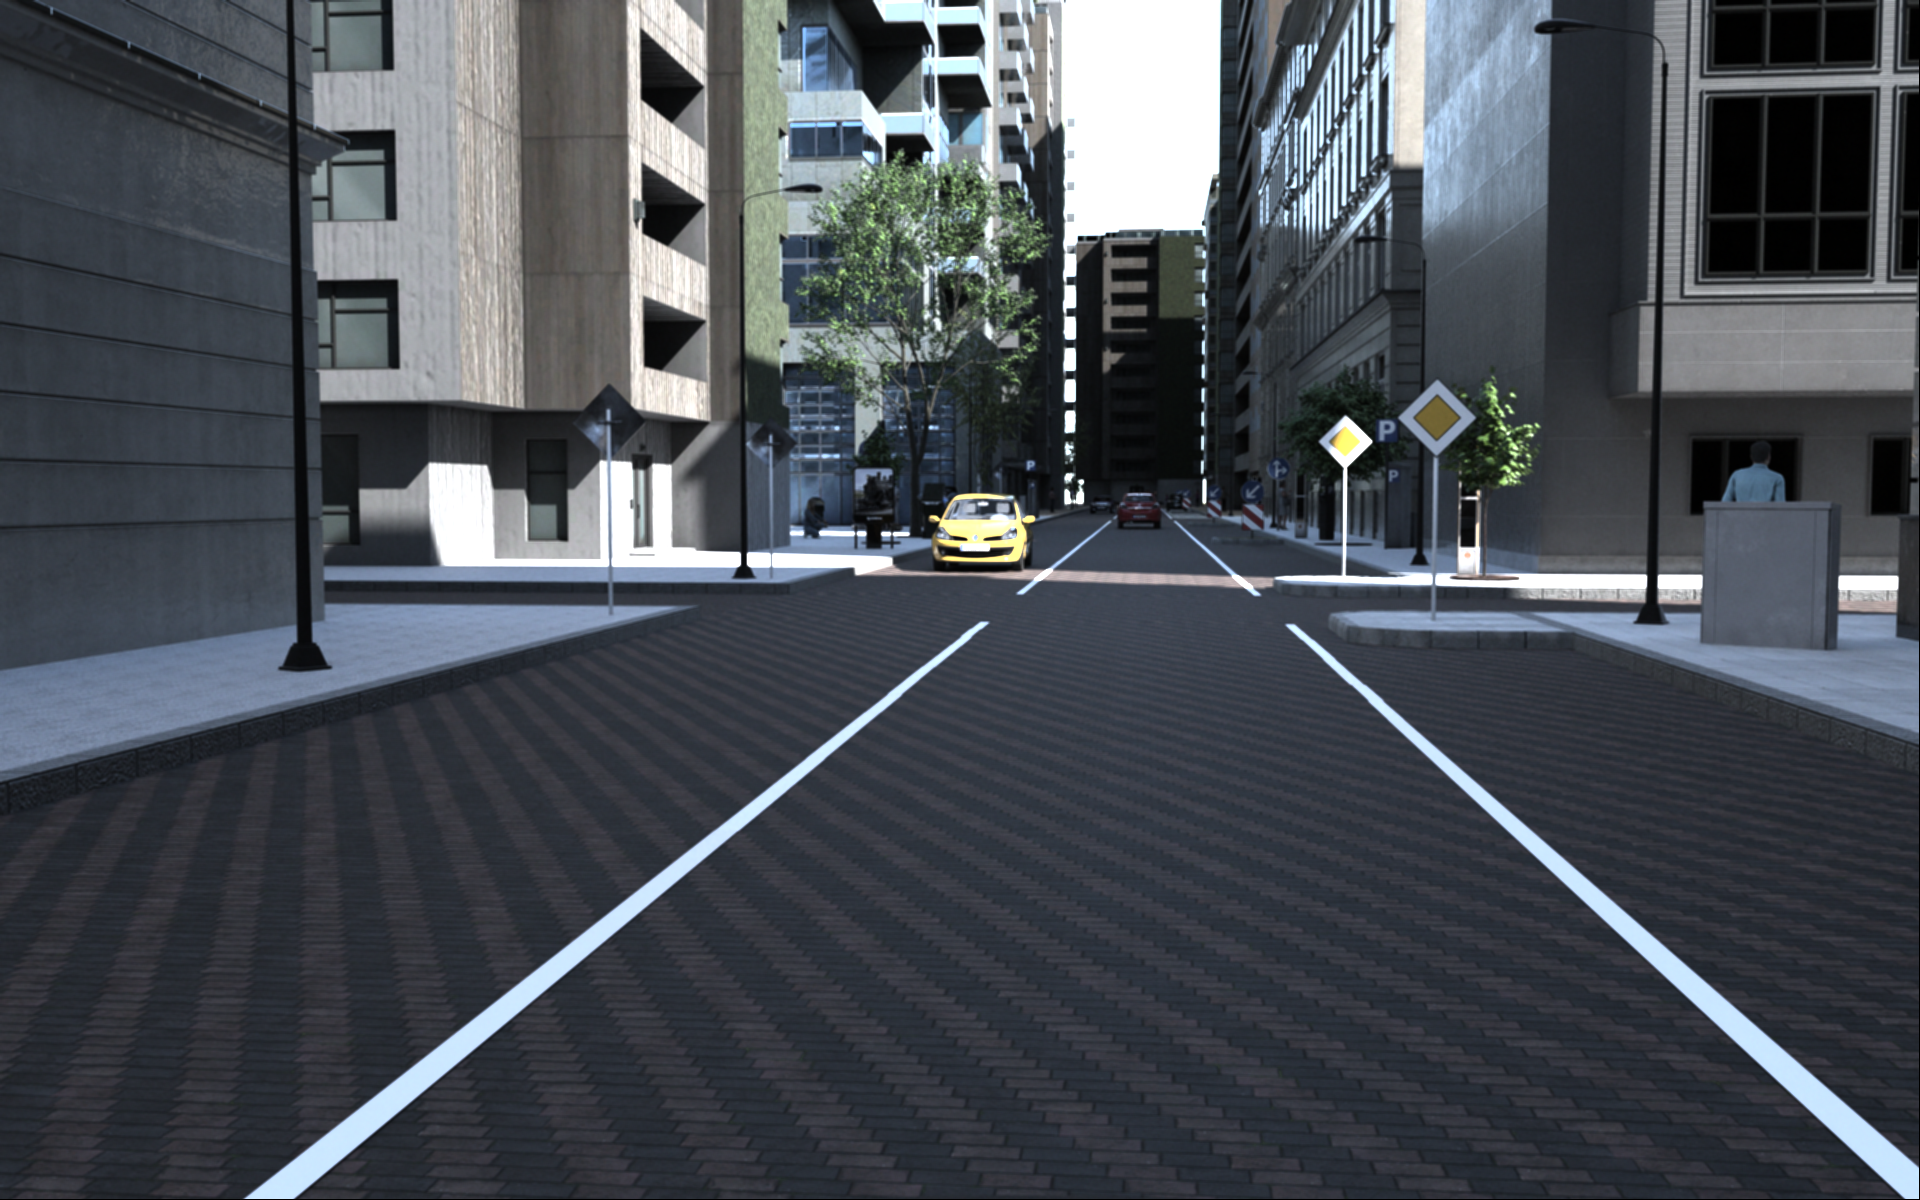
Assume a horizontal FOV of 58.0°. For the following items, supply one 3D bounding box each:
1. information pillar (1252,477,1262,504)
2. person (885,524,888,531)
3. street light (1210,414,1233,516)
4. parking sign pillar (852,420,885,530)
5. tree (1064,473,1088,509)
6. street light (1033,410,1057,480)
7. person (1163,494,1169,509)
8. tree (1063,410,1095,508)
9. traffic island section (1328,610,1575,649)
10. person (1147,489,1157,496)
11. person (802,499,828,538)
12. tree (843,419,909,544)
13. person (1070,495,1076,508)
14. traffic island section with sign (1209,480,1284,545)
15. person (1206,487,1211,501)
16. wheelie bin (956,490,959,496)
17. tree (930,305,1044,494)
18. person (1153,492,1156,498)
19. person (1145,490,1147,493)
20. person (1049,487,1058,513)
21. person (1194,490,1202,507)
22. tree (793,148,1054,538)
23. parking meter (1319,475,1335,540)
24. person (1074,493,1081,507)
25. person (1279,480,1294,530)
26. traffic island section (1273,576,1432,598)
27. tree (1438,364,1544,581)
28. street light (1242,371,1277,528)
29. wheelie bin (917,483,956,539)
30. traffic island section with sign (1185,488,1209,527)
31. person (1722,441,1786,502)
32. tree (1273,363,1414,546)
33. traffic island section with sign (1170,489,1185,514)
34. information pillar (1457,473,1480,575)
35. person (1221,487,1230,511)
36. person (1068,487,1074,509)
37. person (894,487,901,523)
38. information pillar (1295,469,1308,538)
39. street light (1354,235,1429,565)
[{"bbox_3d":[12.457,-4.169,72.658,0.304,2.012,0.304,-2,4,-34],"label":"information pillar"},{"bbox_3d":[-2.721,-3.239,59.347,0.599,1.781,0.374,-2,4,-26],"label":"person"},{"bbox_3d":[15.107,-7.791,99.923,1.470,5.913,1.316,0,4,6],"label":"street light"},{"bbox_3d":[-3.203,-4.534,62.610,1.447,3.967,1.447,2,4,27],"label":"parking sign pillar"},{"bbox_3d":[10.721,-10.111,159.918,1.663,3.219,1.824,0,3,0],"label":"tree"},{"bbox_3d":[4.623,-7.511,95.343,1.470,5.913,1.316,0,4,6],"label":"street light"},{"bbox_3d":[20.470,-9.799,171.936,0.991,1.433,0.599,-3,5,-44],"label":"person"},{"bbox_3d":[9.491,-12.220,150.154,4.737,8.622,4.395,0,3,0],"label":"tree"},{"bbox_3d":[4.839,0.290,17.546,2.009,0.180,2.903,0,4,6],"label":"traffic island section"},{"bbox_3d":[11.448,-5.779,103.793,0.742,1.727,0.445,1,4,15],"label":"person"},{"bbox_3d":[-4.173,-2.369,50.268,0.738,1.151,1.012,1,4,20],"label":"person"},{"bbox_3d":[-2.182,-3.060,44.627,1.663,3.219,1.824,0,3,0],"label":"tree"},{"bbox_3d":[10.722,-9.665,164.885,0.721,1.723,1.217,-1,4,-22],"label":"person"},{"bbox_3d":[8.331,-2.544,50.220,1.989,1.847,2.006,0,4,6],"label":"traffic island section with sign"},{"bbox_3d":[19.284,-7.820,133.878,0.705,1.826,1.348,2,4,32],"label":"person"},{"bbox_3d":[-0.439,-3.613,66.988,0.980,1.594,0.693,2,4,26],"label":"wheelie bin"},{"bbox_3d":[0.950,-6.980,64.483,4.737,8.622,4.395,0,3,0],"label":"tree"},{"bbox_3d":[18.823,-9.702,168.589,0.415,1.643,0.593,3,4,38],"label":"person"},{"bbox_3d":[17.443,-9.414,162.432,0.705,1.822,1.348,-2,4,-31],"label":"person"},{"bbox_3d":[6.477,-6.929,120.049,0.721,1.736,1.217,2,4,29],"label":"person"},{"bbox_3d":[23.404,-10.041,170.889,0.721,1.739,1.217,-3,5,-43],"label":"person"},{"bbox_3d":[-1.218,-7.673,51.216,9.928,11.665,9.643,0,3,0],"label":"tree"},{"bbox_3d":[10.234,-2.606,48.325,0.399,1.863,0.255,-2,4,-34],"label":"parking meter"},{"bbox_3d":[11.618,-10.248,174.299,1.217,1.736,0.721,1,4,17],"label":"person"},{"bbox_3d":[11.664,-3.402,62.024,0.532,1.782,0.716,0,4,-5],"label":"person"},{"bbox_3d":[5.684,-0.196,25.486,2.009,0.180,2.903,0,4,6],"label":"traffic island section"},{"bbox_3d":[7.889,-1.908,25.790,1.663,3.219,1.824,0,3,0],"label":"tree"},{"bbox_3d":[11.362,-5.690,65.579,1.470,5.913,1.316,0,4,6],"label":"street light"},{"bbox_3d":[-0.753,-2.572,49.954,0.980,1.594,0.693,1,4,16],"label":"wheelie bin"},{"bbox_3d":[11.169,-4.183,77.026,1.989,1.847,2.006,0,4,6],"label":"traffic island section with sign"},{"bbox_3d":[8.097,-0.715,17.759,0.660,1.820,0.620,2,4,34],"label":"person"},{"bbox_3d":[9.644,-3.665,43.635,4.285,4.588,4.351,0,3,0],"label":"tree"},{"bbox_3d":[16.574,-7.286,127.750,1.989,1.847,2.006,0,4,6],"label":"traffic island section with sign"},{"bbox_3d":[7.906,-1.370,26.889,0.304,2.012,0.304,1,4,22],"label":"information pillar"},{"bbox_3d":[19.454,-7.437,127.654,1.348,1.823,0.705,-2,4,-30],"label":"person"},{"bbox_3d":[9.238,-8.511,145.058,0.599,1.838,0.709,0,4,-4],"label":"person"},{"bbox_3d":[-2.611,-3.757,67.662,0.606,1.804,0.583,0,4,-1],"label":"person"},{"bbox_3d":[9.953,-2.812,50.465,0.304,2.012,0.304,2,4,25],"label":"information pillar"},{"bbox_3d":[7.775,-3.589,31.218,1.470,5.913,1.316,0,4,6],"label":"street light"}]
